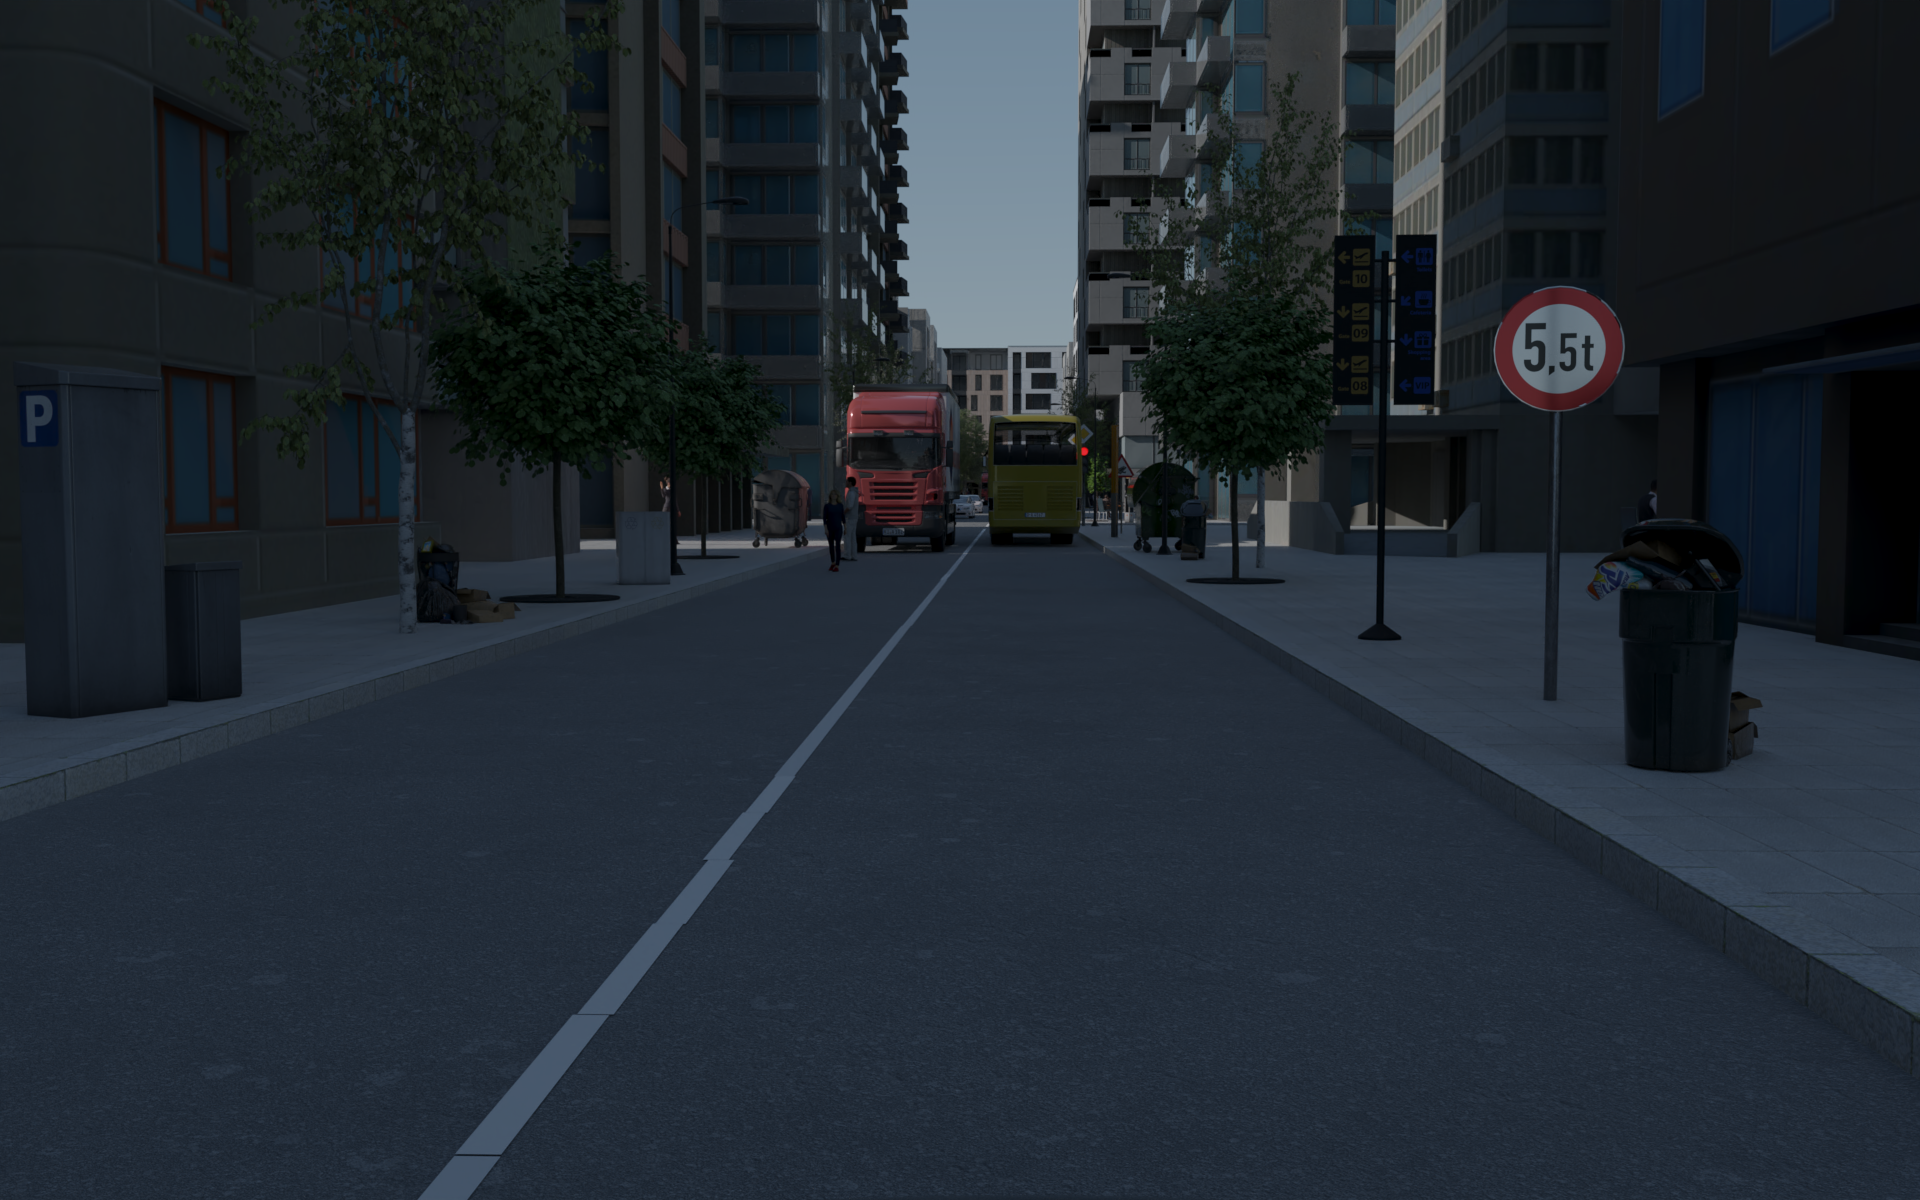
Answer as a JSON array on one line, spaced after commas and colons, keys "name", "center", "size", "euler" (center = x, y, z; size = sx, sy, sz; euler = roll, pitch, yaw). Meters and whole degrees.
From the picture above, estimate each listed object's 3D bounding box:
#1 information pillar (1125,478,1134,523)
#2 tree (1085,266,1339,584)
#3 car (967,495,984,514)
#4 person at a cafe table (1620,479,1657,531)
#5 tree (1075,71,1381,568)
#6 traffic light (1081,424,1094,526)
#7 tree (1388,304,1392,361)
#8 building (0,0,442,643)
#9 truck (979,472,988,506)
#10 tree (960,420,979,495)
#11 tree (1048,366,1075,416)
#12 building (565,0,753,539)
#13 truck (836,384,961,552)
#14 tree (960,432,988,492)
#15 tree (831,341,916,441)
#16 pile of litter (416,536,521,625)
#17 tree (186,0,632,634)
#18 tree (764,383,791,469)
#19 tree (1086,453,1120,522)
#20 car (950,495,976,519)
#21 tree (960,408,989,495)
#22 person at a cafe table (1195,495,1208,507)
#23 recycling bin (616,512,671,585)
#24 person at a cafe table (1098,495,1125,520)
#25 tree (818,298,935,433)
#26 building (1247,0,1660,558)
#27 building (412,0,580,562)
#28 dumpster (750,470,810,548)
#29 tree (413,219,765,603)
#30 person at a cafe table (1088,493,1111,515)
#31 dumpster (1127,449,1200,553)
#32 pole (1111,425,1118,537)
[{"name": "information pillar", "center": [7.558, -4.451, 77.274], "size": [0.304, 2.012, 0.304], "euler": [-3, 5, -40]}, {"name": "tree", "center": [4.079, -2.537, 25.198], "size": [4.285, 4.588, 4.351], "euler": [0, 3, 0]}, {"name": "car", "center": [0.762, -7.096, 128.381], "size": [2.083, 1.381, 4.827], "euler": [0, 4, 1]}, {"name": "person at a cafe table", "center": [11.218, -1.142, 27.189], "size": [1.622, 1.524, 1.698], "euler": [-1, 4, -10]}, {"name": "tree", "center": [4.984, -4.862, 29.864], "size": [4.737, 8.622, 4.395], "euler": [0, 3, 0]}, {"name": "traffic light", "center": [4.927, -4.916, 69.303], "size": [0.839, 4.253, 0.868], "euler": [0, 4, 2]}, {"name": "tree", "center": [17.122, -6.816, 61.805], "size": [4.360, 8.622, 3.978], "euler": [0, 3, 0]}, {"name": "building", "center": [-21.375, -10.038, 9.154], "size": [27.650, 21.520, 28.899], "euler": [0, 4, 2]}, {"name": "truck", "center": [4.030, -14.071, 218.978], "size": [2.839, 4.237, 11.283], "euler": [0, 4, 3]}, {"name": "tree", "center": [-0.690, -12.995, 162.824], "size": [4.737, 8.622, 4.395], "euler": [0, 3, 0]}, {"name": "tree", "center": [6.918, -9.071, 98.672], "size": [4.737, 8.622, 4.395], "euler": [0, 3, 0]}, {"name": "building", "center": [-21.332, -24.504, 55.261], "size": [28.867, 44.769, 22.147], "euler": [0, 4, 2]}, {"name": "truck", "center": [-1.416, -3.513, 46.357], "size": [2.839, 4.237, 11.283], "euler": [0, 4, 2]}, {"name": "tree", "center": [1.074, -15.624, 205.818], "size": [4.360, 8.622, 3.978], "euler": [0, 3, 0]}, {"name": "tree", "center": [-3.850, -8.057, 82.099], "size": [4.360, 8.622, 3.978], "euler": [0, 3, 0]}, {"name": "pile of litter", "center": [-5.118, -0.237, 17.845], "size": [1.176, 0.858, 1.719], "euler": [0, 4, -2]}, {"name": "tree", "center": [-5.122, -4.012, 15.964], "size": [4.737, 8.622, 4.395], "euler": [0, 3, 0]}, {"name": "tree", "center": [-5.102, -3.109, 34.538], "size": [4.285, 4.588, 4.351], "euler": [0, 3, 0]}, {"name": "tree", "center": [6.371, -5.272, 80.800], "size": [1.663, 3.219, 1.824], "euler": [0, 3, 0]}, {"name": "car", "center": [-0.083, -5.504, 102.345], "size": [2.083, 1.381, 4.827], "euler": [0, 4, 3]}, {"name": "tree", "center": [0.898, -19.057, 229.709], "size": [7.486, 12.596, 7.792], "euler": [0, 3, 0]}, {"name": "person at a cafe table", "center": [8.046, -3.112, 61.745], "size": [1.698, 1.238, 1.726], "euler": [-3, 5, -42]}, {"name": "recycling bin", "center": [-4.537, -0.748, 24.776], "size": [0.722, 1.027, 0.722], "euler": [-1, 4, -14]}, {"name": "person at a cafe table", "center": [7.632, -4.592, 85.947], "size": [1.726, 1.238, 1.698], "euler": [-2, 4, -31]}, {"name": "tree", "center": [-3.365, -7.035, 65.388], "size": [4.737, 8.622, 4.395], "euler": [0, 3, 0]}, {"name": "building", "center": [24.238, -21.399, 41.762], "size": [32.217, 40.220, 23.993], "euler": [0, 4, 2]}, {"name": "building", "center": [-15.549, -21.192, 30.092], "size": [14.154, 41.232, 14.086], "euler": [0, 4, 2]}, {"name": "dumpster", "center": [-4.339, -2.204, 41.800], "size": [1.264, 1.857, 1.865], "euler": [0, 4, 2]}, {"name": "tree", "center": [-4.887, -2.279, 20.981], "size": [4.285, 4.588, 4.351], "euler": [0, 3, 0]}, {"name": "person at a cafe table", "center": [8.646, -5.974, 106.184], "size": [1.622, 1.524, 1.698], "euler": [0, 4, 6]}, {"name": "dumpster", "center": [4.505, -2.194, 38.365], "size": [1.502, 2.255, 1.985], "euler": [0, 4, 2]}, {"name": "pole", "center": [4.583, -3.514, 51.290], "size": [0.158, 3.312, 0.155], "euler": [0, 3, 0]}]
